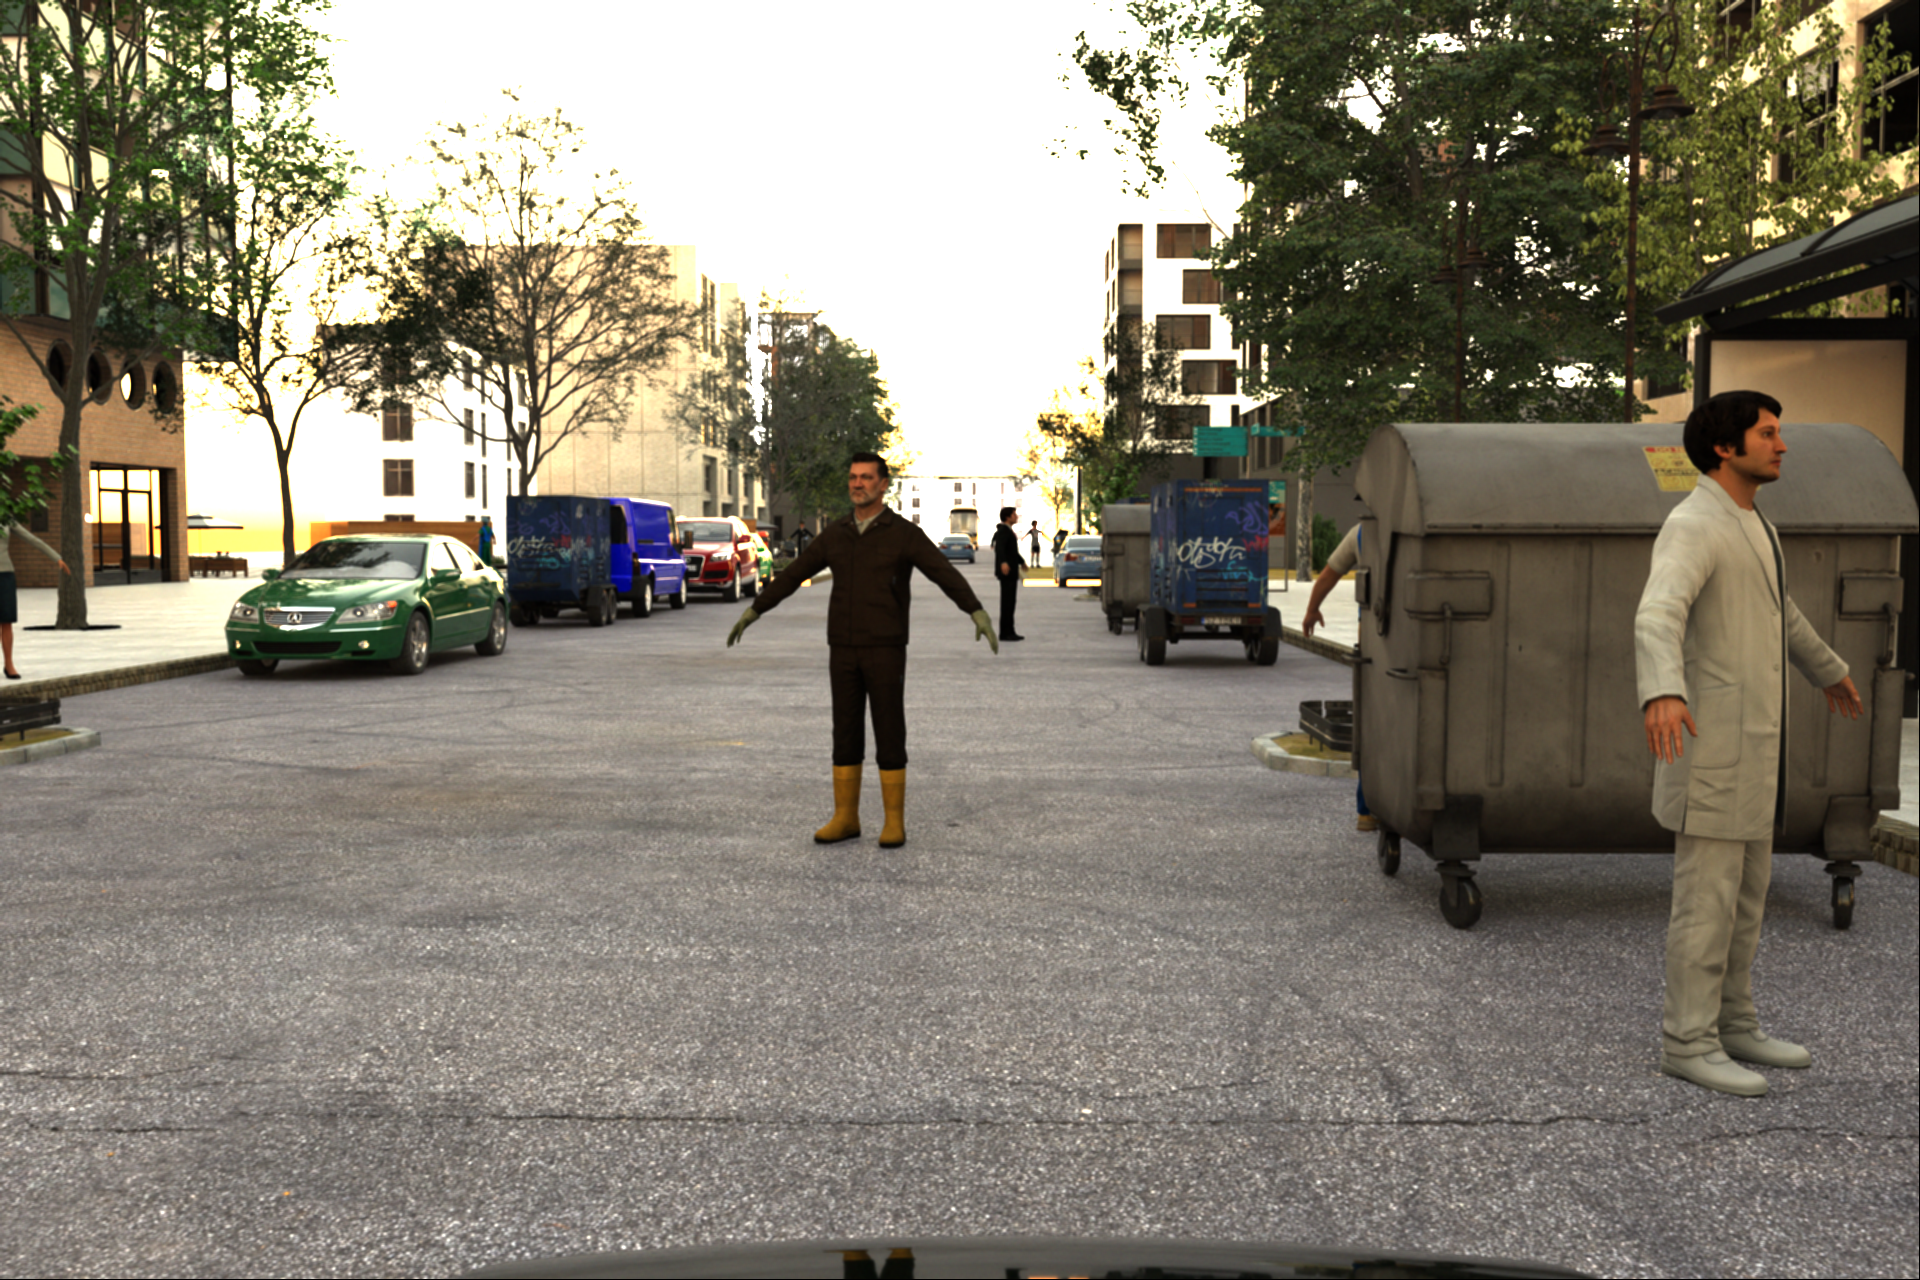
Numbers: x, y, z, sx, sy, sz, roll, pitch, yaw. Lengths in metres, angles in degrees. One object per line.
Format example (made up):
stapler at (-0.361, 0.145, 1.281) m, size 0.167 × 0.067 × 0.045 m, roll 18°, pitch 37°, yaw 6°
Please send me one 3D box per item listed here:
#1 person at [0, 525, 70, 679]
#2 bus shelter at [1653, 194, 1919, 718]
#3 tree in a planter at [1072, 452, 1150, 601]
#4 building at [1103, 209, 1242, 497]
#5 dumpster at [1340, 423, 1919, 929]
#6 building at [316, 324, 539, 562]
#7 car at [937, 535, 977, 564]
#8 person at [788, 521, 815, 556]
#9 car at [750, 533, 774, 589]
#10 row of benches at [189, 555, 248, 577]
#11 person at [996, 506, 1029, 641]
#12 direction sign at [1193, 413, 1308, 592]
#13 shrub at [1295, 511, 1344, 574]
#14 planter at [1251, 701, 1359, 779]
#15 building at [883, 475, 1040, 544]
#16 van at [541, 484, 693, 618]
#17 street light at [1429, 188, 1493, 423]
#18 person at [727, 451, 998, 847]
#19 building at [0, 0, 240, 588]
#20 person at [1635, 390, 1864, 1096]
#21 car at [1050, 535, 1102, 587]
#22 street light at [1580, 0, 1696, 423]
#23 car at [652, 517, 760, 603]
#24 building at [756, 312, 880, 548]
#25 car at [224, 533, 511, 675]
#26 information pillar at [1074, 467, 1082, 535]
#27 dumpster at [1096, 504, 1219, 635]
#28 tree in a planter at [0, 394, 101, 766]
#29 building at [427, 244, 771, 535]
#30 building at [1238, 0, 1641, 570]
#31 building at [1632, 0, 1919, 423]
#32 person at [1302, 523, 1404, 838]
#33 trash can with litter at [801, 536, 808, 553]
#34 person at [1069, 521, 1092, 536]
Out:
person at (-8.485, -0.513, 15.212) m, size 1.217 × 1.735 × 0.721 m, roll -3°, pitch 5°, yaw -42°
bus shelter at (5.837, -0.956, 9.551) m, size 2.014 × 3.302 × 5.546 m, roll 0°, pitch 4°, yaw 2°
tree in a planter at (3.464, -2.472, 37.643) m, size 1.991 × 3.239 × 1.994 m, roll 0°, pitch 4°, yaw 0°
building at (24.122, -17.209, 125.339) m, size 27.936 × 21.610 × 32.646 m, roll 0°, pitch 4°, yaw 1°
dumpster at (2.515, 0.090, 6.751) m, size 1.865 × 1.857 × 1.264 m, roll 0°, pitch 4°, yaw 0°
building at (-24.815, -8.644, 83.484) m, size 9.099 × 9.664 × 28.070 m, roll 0°, pitch 4°, yaw 1°
car at (-0.152, -4.494, 85.479) m, size 2.014 × 1.417 × 4.499 m, roll 0°, pitch 4°, yaw 1°
person at (-6.794, -4.194, 74.499) m, size 1.347 × 1.837 × 0.705 m, roll 0°, pitch 4°, yaw 6°
car at (-5.848, -2.158, 44.083) m, size 1.959 × 1.807 × 4.718 m, roll 0°, pitch 4°, yaw 1°
row of benches at (-23.413, -2.238, 52.062) m, size 4.104 × 0.672 × 1.422 m, roll 1°, pitch 4°, yaw 13°
person at (0.681, -0.899, 23.335) m, size 0.705 × 1.806 × 1.347 m, roll 1°, pitch 4°, yaw 14°
direction sign at (6.407, -2.999, 37.804) m, size 2.525 × 3.948 × 1.411 m, roll 0°, pitch 4°, yaw 1°
shrub at (11.505, -3.119, 55.408) m, size 1.690 × 2.028 × 1.600 m, roll 0°, pitch 3°, yaw 0°
planter at (2.898, 0.619, 11.011) m, size 1.991 × 0.319 × 1.994 m, roll 0°, pitch 4°, yaw 2°
building at (-2.863, -18.323, 244.185) m, size 28.070 × 9.664 × 9.099 m, roll 0°, pitch 4°, yaw 7°
van at (-6.231, -1.651, 31.374) m, size 2.240 × 2.365 × 5.245 m, roll 0°, pitch 4°, yaw 2°
street light at (6.792, -3.110, 23.639) m, size 0.468 × 5.910 × 1.993 m, roll 0°, pitch 4°, yaw 1°
person at (-0.436, 0.035, 8.027) m, size 1.346 × 1.812 × 0.704 m, roll 1°, pitch 4°, yaw 20°
building at (-30.526, -13.470, 26.812) m, size 21.656 × 26.213 × 47.522 m, roll 0°, pitch 4°, yaw 0°
person at (2.056, 0.248, 4.581) m, size 0.705 × 1.806 × 1.347 m, roll 3°, pitch 5°, yaw 44°
car at (3.534, -2.201, 47.997) m, size 2.014 × 1.417 × 4.499 m, roll 0°, pitch 4°, yaw 1°
street light at (5.941, -2.604, 15.360) m, size 0.468 × 5.910 × 1.993 m, roll 0°, pitch 4°, yaw 1°
car at (-5.626, -1.788, 37.915) m, size 2.281 × 1.827 × 5.304 m, roll 0°, pitch 4°, yaw 1°
building at (-23.272, -20.309, 176.034) m, size 27.936 × 21.610 × 32.646 m, roll 0°, pitch 4°, yaw 2°
car at (-6.371, -0.447, 19.111) m, size 2.131 × 1.459 × 4.920 m, roll 0°, pitch 4°, yaw 1°
information pillar at (4.151, -4.264, 61.035) m, size 0.184 × 3.620 × 1.656 m, roll 0°, pitch 3°, yaw 0°
dumpster at (2.934, -1.029, 25.035) m, size 1.865 × 1.857 × 1.264 m, roll 0°, pitch 4°, yaw 0°
tree in a planter at (-6.823, -0.853, 11.172) m, size 1.991 × 3.239 × 1.994 m, roll 0°, pitch 4°, yaw 1°
building at (-23.900, -15.620, 121.850) m, size 16.747 × 18.905 × 31.486 m, roll 0°, pitch 4°, yaw 2°
building at (26.007, -14.217, 76.427) m, size 27.936 × 21.610 × 32.646 m, roll 0°, pitch 4°, yaw 1°
building at (27.408, -13.817, 29.106) m, size 19.350 × 26.588 × 34.151 m, roll 0°, pitch 4°, yaw 1°
person at (2.107, 0.001, 8.300) m, size 0.705 × 1.847 × 1.347 m, roll -3°, pitch 4°, yaw -36°
trash can with litter at (-5.926, -3.465, 67.708) m, size 1.678 × 1.210 × 2.233 m, roll 0°, pitch 4°, yaw 1°
person at (4.892, -3.928, 70.196) m, size 1.349 × 1.833 × 0.705 m, roll 0°, pitch 4°, yaw -8°
